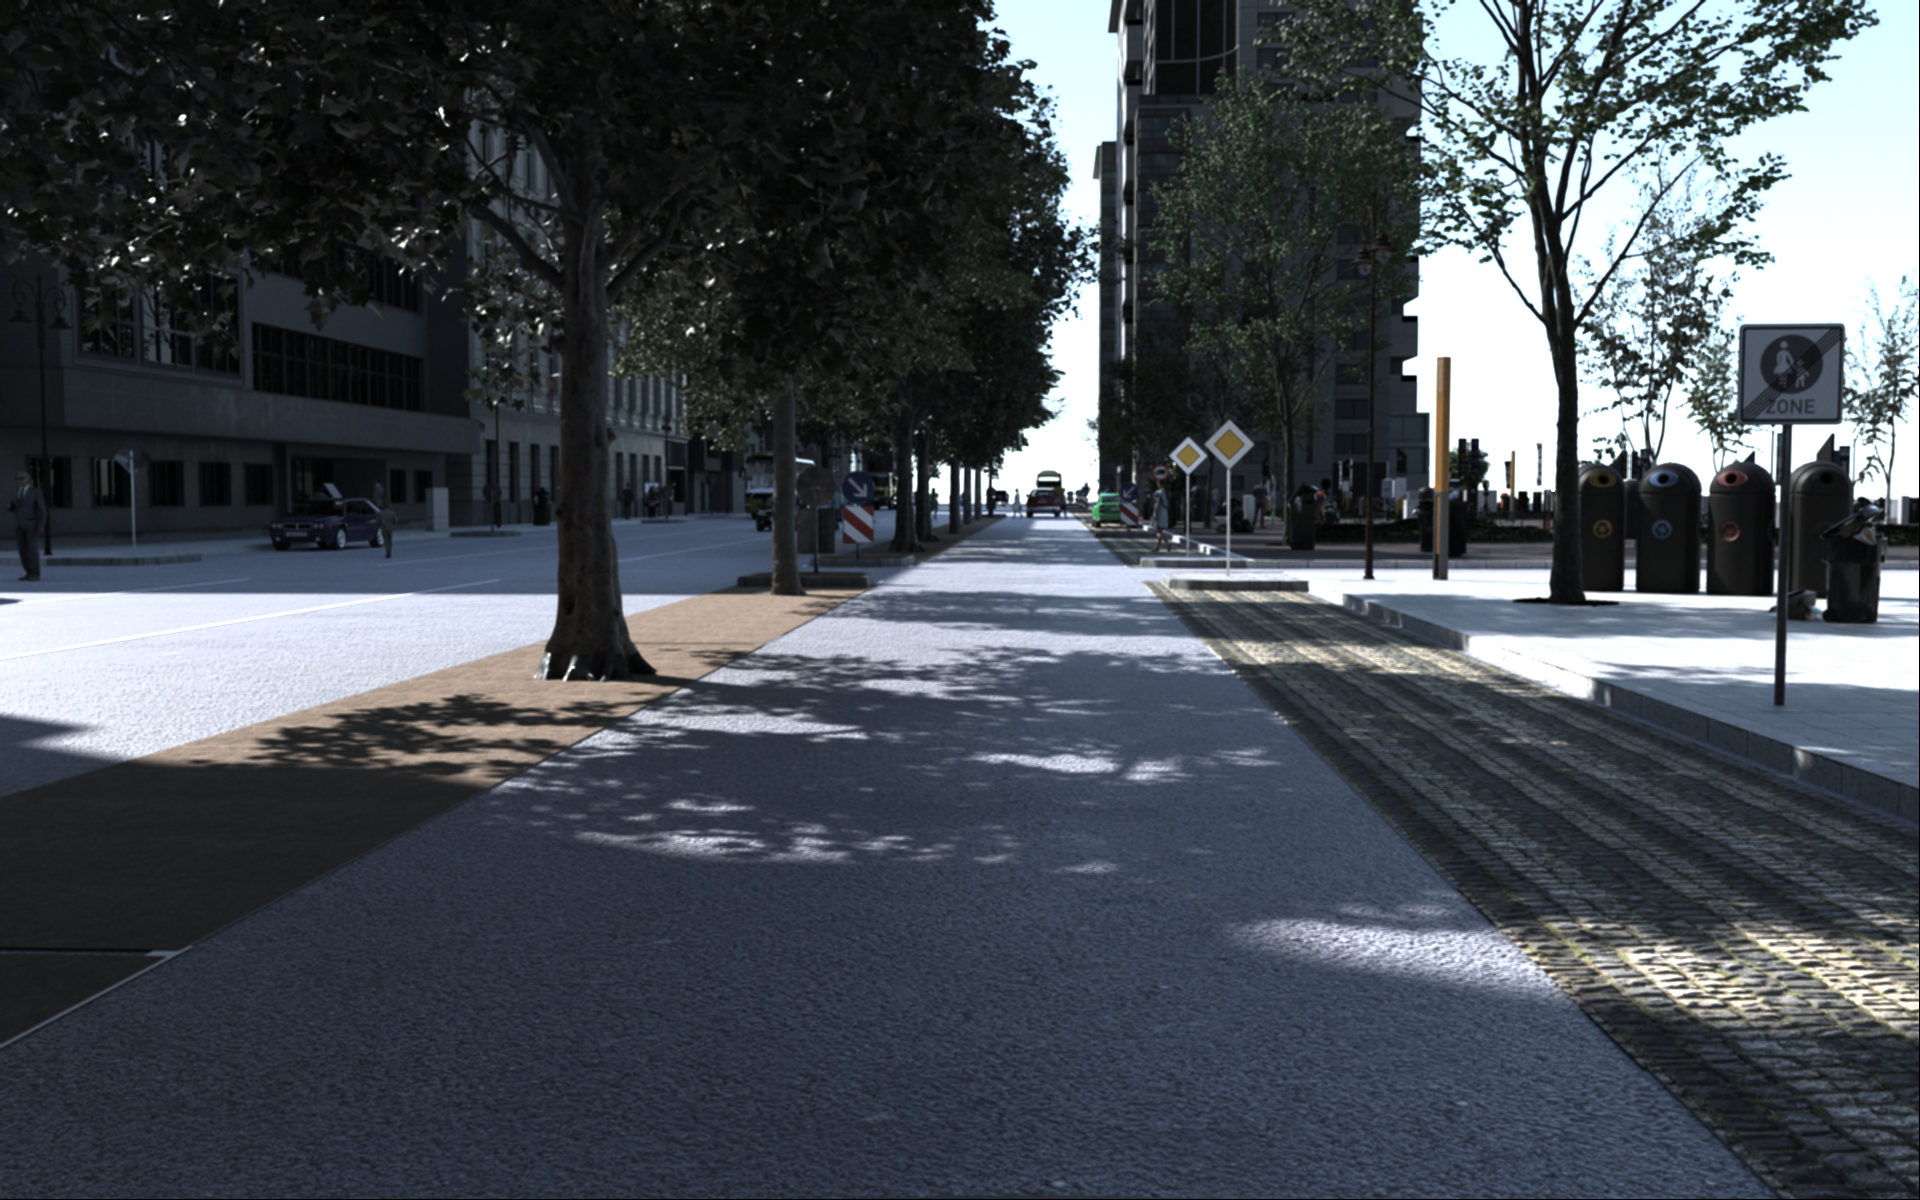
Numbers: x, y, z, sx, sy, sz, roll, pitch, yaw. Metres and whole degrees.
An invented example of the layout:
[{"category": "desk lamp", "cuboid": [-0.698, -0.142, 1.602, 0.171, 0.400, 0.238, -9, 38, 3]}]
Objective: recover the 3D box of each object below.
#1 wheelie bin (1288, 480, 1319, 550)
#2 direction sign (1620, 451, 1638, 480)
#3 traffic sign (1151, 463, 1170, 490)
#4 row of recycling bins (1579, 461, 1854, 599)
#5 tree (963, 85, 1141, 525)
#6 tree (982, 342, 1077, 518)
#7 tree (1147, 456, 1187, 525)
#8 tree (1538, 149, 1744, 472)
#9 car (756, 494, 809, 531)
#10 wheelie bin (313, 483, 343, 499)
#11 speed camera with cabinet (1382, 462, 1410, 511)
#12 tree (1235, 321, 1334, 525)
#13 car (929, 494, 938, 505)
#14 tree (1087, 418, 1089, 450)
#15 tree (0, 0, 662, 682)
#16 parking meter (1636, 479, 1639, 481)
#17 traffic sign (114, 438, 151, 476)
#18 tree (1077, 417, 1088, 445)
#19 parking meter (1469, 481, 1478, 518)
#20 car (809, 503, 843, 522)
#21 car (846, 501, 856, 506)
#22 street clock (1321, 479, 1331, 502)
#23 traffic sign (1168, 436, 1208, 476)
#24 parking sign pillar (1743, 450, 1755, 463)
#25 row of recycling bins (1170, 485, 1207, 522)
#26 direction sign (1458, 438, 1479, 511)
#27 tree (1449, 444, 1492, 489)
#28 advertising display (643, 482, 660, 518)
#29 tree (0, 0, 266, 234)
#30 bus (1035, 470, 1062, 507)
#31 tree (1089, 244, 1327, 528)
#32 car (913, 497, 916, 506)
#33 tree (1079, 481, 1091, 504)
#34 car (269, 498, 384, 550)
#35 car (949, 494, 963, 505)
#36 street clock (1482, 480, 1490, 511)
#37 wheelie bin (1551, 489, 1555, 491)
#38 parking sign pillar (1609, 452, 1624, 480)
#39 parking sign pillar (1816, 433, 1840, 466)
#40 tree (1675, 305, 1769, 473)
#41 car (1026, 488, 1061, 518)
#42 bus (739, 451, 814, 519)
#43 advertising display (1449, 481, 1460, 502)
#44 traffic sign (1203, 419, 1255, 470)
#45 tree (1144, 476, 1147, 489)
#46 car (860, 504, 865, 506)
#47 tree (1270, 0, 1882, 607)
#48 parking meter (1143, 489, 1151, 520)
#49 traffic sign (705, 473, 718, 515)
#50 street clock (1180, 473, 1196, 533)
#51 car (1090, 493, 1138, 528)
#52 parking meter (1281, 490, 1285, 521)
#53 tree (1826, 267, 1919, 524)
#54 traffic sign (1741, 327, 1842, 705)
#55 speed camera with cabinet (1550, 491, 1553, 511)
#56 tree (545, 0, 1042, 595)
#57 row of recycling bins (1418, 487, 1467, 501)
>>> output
[{"category": "wheelie bin", "cuboid": [7.921, -1.959, 39.939, 0.693, 1.594, 0.980, 1, 4, 9]}, {"category": "direction sign", "cuboid": [35.287, -6.078, 91.366, 0.876, 3.537, 0.379, 1, 4, 9]}, {"category": "traffic sign", "cuboid": [8.210, -4.341, 71.082, 0.768, 2.556, 0.104, 0, 4, 3]}, {"category": "row of recycling bins", "cuboid": [9.567, -0.932, 22.350, 3.534, 1.692, 1.069, 2, 4, 35]}, {"category": "tree", "cuboid": [1.522, -13.512, 79.264, 12.611, 20.169, 13.585, 0, 3, 0]}, {"category": "tree", "cuboid": [1.829, -11.727, 104.559, 12.009, 13.543, 11.850, 0, 3, 0]}, {"category": "tree", "cuboid": [9.231, -4.801, 73.103, 1.663, 3.219, 1.824, 0, 3, 0]}, {"category": "tree", "cuboid": [14.644, -5.283, 36.740, 4.360, 8.622, 3.978, 0, 3, 0]}, {"category": "car", "cuboid": [-6.930, -3.580, 68.320, 2.009, 1.686, 4.222, 0, 4, 4]}, {"category": "wheelie bin", "cuboid": [-18.135, -2.556, 49.696, 0.693, 1.594, 0.980, 0, 4, 5]}, {"category": "speed camera with cabinet", "cuboid": [26.855, -6.820, 105.840, 2.038, 3.252, 0.660, 2, 4, 29]}, {"category": "tree", "cuboid": [13.216, -7.409, 71.504, 4.737, 8.622, 4.395, 0, 3, 0]}, {"category": "car", "cuboid": [-3.873, -13.618, 231.452, 1.959, 1.807, 4.718, 0, 4, 2]}, {"category": "tree", "cuboid": [11.933, -10.462, 105.467, 7.601, 10.594, 8.767, 0, 4, 2]}, {"category": "tree", "cuboid": [-2.926, -5.730, 13.153, 9.611, 12.733, 9.660, 0, 3, 0]}, {"category": "parking meter", "cuboid": [26.905, -3.890, 69.314, 0.399, 1.863, 0.255, -1, 4, -15]}, {"category": "traffic sign", "cuboid": [-17.166, -2.064, 35.935, 0.795, 2.593, 0.064, 0, 4, 3]}, {"category": "tree", "cuboid": [12.048, -11.139, 116.539, 8.767, 10.594, 7.601, -1, 4, -16]}, {"category": "parking meter", "cuboid": [22.371, -4.271, 75.545, 0.399, 1.863, 0.255, 1, 4, 22]}, {"category": "car", "cuboid": [-6.951, -4.833, 91.016, 2.014, 1.417, 4.499, 0, 4, 2]}, {"category": "car", "cuboid": [-7.014, -5.394, 100.779, 1.945, 1.354, 3.894, 0, 4, 3]}, {"category": "street clock", "cuboid": [17.150, -4.687, 81.201, 0.471, 2.002, 0.358, 1, 4, 14]}, {"category": "traffic sign", "cuboid": [4.598, -1.993, 34.781, 0.795, 2.593, 0.064, 0, 4, 3]}, {"category": "parking sign pillar", "cuboid": [48.430, -7.239, 106.827, 1.447, 3.967, 1.447, -2, 4, -31]}, {"category": "row of recycling bins", "cuboid": [10.673, -4.519, 81.003, 1.069, 1.692, 3.534, -1, 4, -13]}, {"category": "direction sign", "cuboid": [20.596, -4.784, 70.213, 0.876, 3.537, 0.379, 0, 4, -6]}, {"category": "tree", "cuboid": [30.519, -7.411, 104.880, 4.285, 4.588, 4.351, 0, 3, 0]}, {"category": "advertising display", "cuboid": [-16.570, -5.372, 93.054, 0.974, 1.923, 0.123, -3, 5, -42]}, {"category": "tree", "cuboid": [-3.909, -5.763, 3.337, 9.857, 13.997, 8.962, 0, 3, 0]}, {"category": "bus", "cuboid": [9.143, -11.426, 178.361, 2.896, 3.916, 12.252, 0, 4, 2]}, {"category": "tree", "cuboid": [9.421, -8.027, 65.646, 8.767, 10.594, 7.601, 0, 4, 4]}, {"category": "car", "cuboid": [-4.841, -12.639, 216.235, 1.945, 1.707, 3.694, 0, 4, 2]}, {"category": "tree", "cuboid": [17.146, -14.722, 235.313, 1.663, 3.219, 1.824, 0, 3, 0]}, {"category": "car", "cuboid": [-16.492, -2.001, 45.290, 1.945, 1.354, 3.894, 0, 4, 4]}, {"category": "car", "cuboid": [-0.504, -13.121, 224.114, 1.945, 1.707, 3.694, 0, 4, 1]}, {"category": "street clock", "cuboid": [26.689, -5.096, 87.883, 0.358, 2.002, 0.471, 3, 4, 36]}, {"category": "wheelie bin", "cuboid": [35.309, -5.808, 102.862, 0.693, 1.594, 0.980, -2, 4, -28]}, {"category": "parking sign pillar", "cuboid": [40.168, -7.198, 106.161, 1.447, 3.967, 1.447, -3, 5, -42]}, {"category": "parking sign pillar", "cuboid": [38.645, -5.424, 77.161, 1.447, 3.967, 1.447, 0, 4, -1]}, {"category": "tree", "cuboid": [29.125, -7.080, 66.115, 4.737, 8.622, 4.395, 0, 3, 0]}, {"category": "car", "cuboid": [5.190, -6.045, 107.507, 2.281, 1.827, 5.304, 0, 4, 4]}, {"category": "bus", "cuboid": [-10.572, -6.772, 102.267, 2.896, 3.916, 12.252, 0, 4, 3]}, {"category": "advertising display", "cuboid": [23.793, -4.828, 84.144, 0.974, 1.923, 0.123, 0, 4, -3]}, {"category": "traffic sign", "cuboid": [4.181, -1.506, 26.807, 0.795, 2.593, 0.064, 0, 4, 3]}, {"category": "tree", "cuboid": [11.308, -6.411, 99.422, 1.663, 3.219, 1.824, 0, 3, 0]}, {"category": "car", "cuboid": [-9.563, -10.247, 177.317, 2.009, 1.686, 4.222, 0, 4, 4]}, {"category": "tree", "cuboid": [6.958, -5.764, 20.005, 9.928, 11.665, 9.643, 0, 3, 0]}, {"category": "parking meter", "cuboid": [9.272, -4.743, 85.952, 0.372, 1.533, 0.369, 0, 3, 0]}, {"category": "traffic sign", "cuboid": [-15.210, -6.475, 105.978, 0.768, 2.556, 0.104, 0, 4, 5]}, {"category": "street clock", "cuboid": [7.603, -3.256, 57.812, 0.471, 2.002, 0.358, -1, 4, -14]}, {"category": "car", "cuboid": [6.534, -3.955, 73.453, 1.959, 1.807, 4.718, 0, 4, 1]}, {"category": "parking meter", "cuboid": [15.323, -4.472, 81.529, 0.372, 1.533, 0.369, 0, 3, 0]}, {"category": "tree", "cuboid": [29.966, -6.475, 56.221, 4.360, 8.622, 3.978, 0, 3, 0]}, {"category": "traffic sign", "cuboid": [4.983, -0.510, 10.464, 0.606, 2.300, 0.079, 0, 4, 5]}, {"category": "speed camera with cabinet", "cuboid": [33.625, -6.289, 97.166, 0.660, 3.252, 2.038, 3, 4, 39]}, {"category": "tree", "cuboid": [-2.383, -6.308, 23.724, 7.486, 12.596, 7.792, 0, 3, 0]}, {"category": "row of recycling bins", "cuboid": [26.638, -5.402, 95.434, 3.534, 1.692, 1.069, -2, 4, -30]}]
